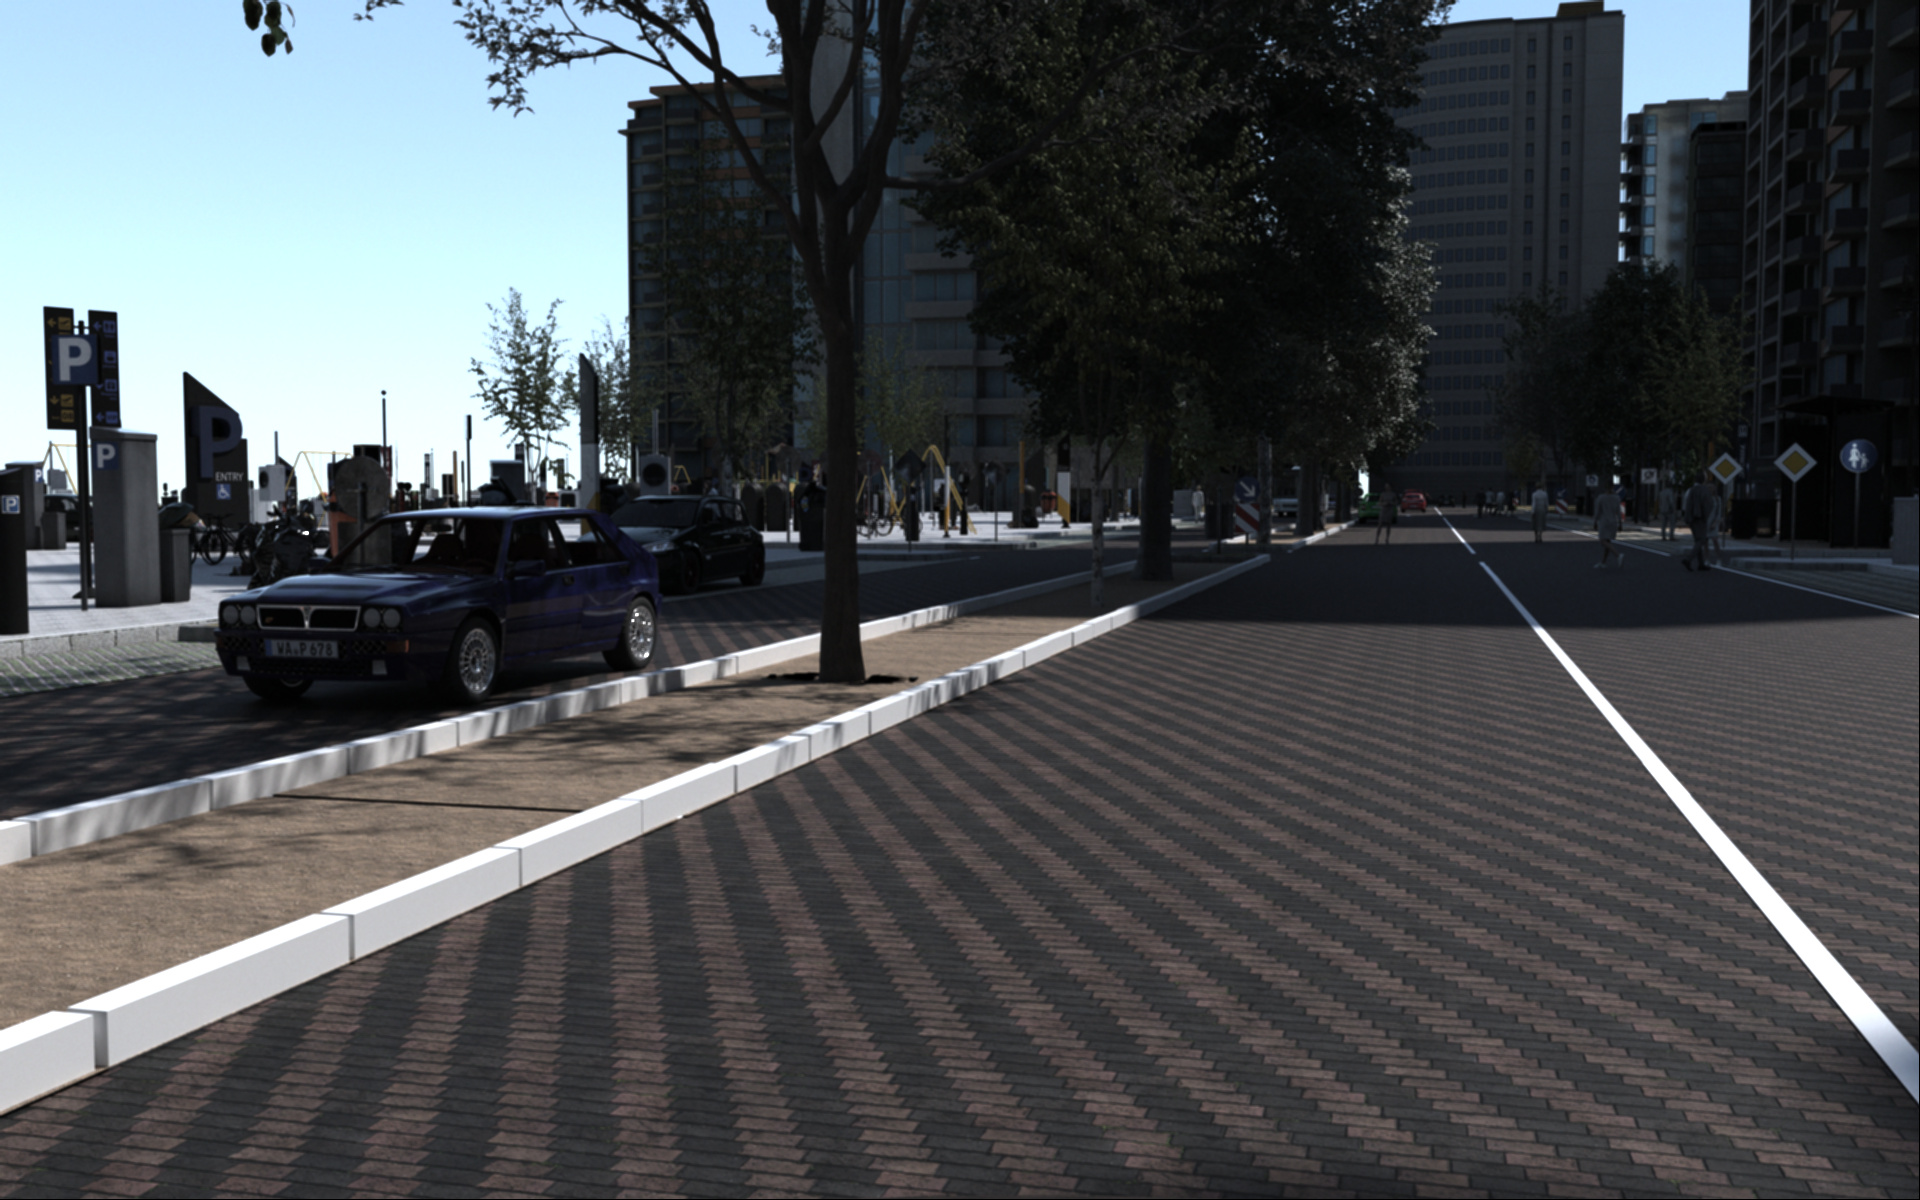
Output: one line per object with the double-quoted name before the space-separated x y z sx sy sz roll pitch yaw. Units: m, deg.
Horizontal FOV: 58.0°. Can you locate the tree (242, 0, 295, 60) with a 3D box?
"tree" -2.965 -3.170 4.648 4.360 8.622 3.978 0 3 0

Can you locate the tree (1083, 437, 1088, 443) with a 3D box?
"tree" 6.871 -10.037 114.462 4.360 8.622 3.978 0 3 0

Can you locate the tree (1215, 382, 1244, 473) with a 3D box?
"tree" 14.212 -11.396 104.454 7.486 12.596 7.792 0 3 0

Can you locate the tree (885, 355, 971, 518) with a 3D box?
"tree" -1.265 -8.598 90.934 4.360 8.622 3.978 0 3 0

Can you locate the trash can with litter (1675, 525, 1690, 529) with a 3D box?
"trash can with litter" 27.253 -3.256 64.298 2.233 1.210 1.678 -1 4 -16

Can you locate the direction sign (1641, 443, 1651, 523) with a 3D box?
"direction sign" 30.543 -5.200 77.013 0.379 3.537 0.876 0 4 6

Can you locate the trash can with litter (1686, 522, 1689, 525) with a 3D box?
"trash can with litter" 30.735 -3.714 72.118 1.055 1.170 0.624 2 4 26

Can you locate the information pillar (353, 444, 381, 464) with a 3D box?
"information pillar" -8.799 -1.301 25.762 0.304 2.012 0.304 3 5 45

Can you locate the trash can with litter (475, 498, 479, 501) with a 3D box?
"trash can with litter" -14.119 -2.483 51.989 0.624 1.170 1.055 -3 4 -38

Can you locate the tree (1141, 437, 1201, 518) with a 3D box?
"tree" 11.309 -6.712 93.449 4.285 4.588 4.351 0 3 0

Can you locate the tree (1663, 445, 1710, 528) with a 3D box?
"tree" 28.204 -4.405 66.629 1.663 3.219 1.824 0 3 0

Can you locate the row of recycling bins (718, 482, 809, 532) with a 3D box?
"row of recycling bins" -6.677 -3.224 59.818 3.534 1.692 1.069 1 4 11

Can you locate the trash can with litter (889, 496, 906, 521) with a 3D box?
"trash can with litter" -3.032 -4.287 81.486 1.055 1.170 0.624 -1 4 -12

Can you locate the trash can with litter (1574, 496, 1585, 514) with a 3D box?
"trash can with litter" 39.707 -6.096 111.057 0.624 1.170 1.055 1 4 20

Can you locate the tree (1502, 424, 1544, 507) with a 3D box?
"tree" 56.231 -13.610 172.879 4.737 8.622 4.395 0 3 0

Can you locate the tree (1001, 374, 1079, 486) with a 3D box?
"tree" 4.309 -9.434 104.609 4.360 8.622 3.978 0 3 0

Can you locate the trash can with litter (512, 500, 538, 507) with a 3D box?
"trash can with litter" -7.552 -1.178 30.640 0.624 1.170 1.055 1 4 17

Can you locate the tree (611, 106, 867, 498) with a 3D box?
"tree" -4.337 -5.117 34.024 4.737 8.622 4.395 0 3 0

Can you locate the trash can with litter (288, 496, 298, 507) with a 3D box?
"trash can with litter" -30.356 -4.170 79.239 2.233 1.210 1.678 2 4 31

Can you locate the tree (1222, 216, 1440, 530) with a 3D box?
"tree" 14.184 -9.149 69.050 9.611 12.733 9.660 0 3 0

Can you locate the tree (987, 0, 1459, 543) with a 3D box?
"tree" 7.502 -11.645 48.735 12.611 20.169 13.585 0 3 0

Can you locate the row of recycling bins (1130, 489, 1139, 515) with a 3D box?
"row of recycling bins" 11.402 -6.015 105.456 1.069 1.692 3.534 2 4 34

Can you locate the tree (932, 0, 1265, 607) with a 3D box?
"tree" 1.711 -4.190 21.334 4.737 8.622 4.395 0 3 0

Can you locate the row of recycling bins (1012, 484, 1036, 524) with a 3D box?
"row of recycling bins" 2.755 -4.146 74.894 1.069 1.692 3.534 0 4 1

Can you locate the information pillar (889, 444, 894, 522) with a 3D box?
"information pillar" -3.153 -5.446 80.399 0.183 3.616 0.504 -1 4 -16

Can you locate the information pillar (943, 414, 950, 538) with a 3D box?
"information pillar" -0.385 -3.662 51.222 0.183 3.616 0.504 0 4 8

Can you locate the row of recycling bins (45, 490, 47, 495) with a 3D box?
"row of recycling bins" -51.396 -5.298 93.732 3.534 1.692 1.069 -2 4 -27

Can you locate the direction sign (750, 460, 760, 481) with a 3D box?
"direction sign" -13.556 -7.496 114.564 0.379 3.537 0.876 3 5 43

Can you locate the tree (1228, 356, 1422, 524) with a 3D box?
"tree" 18.425 -9.507 83.656 9.928 11.665 9.643 0 3 0

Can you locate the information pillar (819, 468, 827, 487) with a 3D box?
"information pillar" -3.819 -2.730 49.121 0.304 2.012 0.304 -1 4 -9

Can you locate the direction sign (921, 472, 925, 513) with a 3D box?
"direction sign" -2.484 -7.575 115.855 0.379 3.537 0.876 0 4 -1

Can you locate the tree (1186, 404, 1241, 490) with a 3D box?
"tree" 16.772 -10.089 115.320 4.360 8.622 3.978 0 3 0

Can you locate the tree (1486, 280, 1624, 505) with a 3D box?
"tree" 51.882 -18.041 150.866 12.611 20.169 13.585 0 3 0

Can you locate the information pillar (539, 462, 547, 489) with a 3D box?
"information pillar" -27.504 -7.521 114.319 0.504 3.616 0.183 -3 5 -40

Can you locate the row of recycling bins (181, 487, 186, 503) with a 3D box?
"row of recycling bins" -44.470 -5.870 103.090 3.534 1.692 1.069 -1 4 -17

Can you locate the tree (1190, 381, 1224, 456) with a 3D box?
"tree" 20.061 -12.282 126.572 9.928 11.665 9.643 0 3 0

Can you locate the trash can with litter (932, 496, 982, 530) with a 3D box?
"trash can with litter" -0.224 -3.157 62.676 1.678 1.210 2.233 -1 4 -13

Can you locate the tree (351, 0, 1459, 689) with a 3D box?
"tree" -0.911 -6.107 12.676 12.009 13.543 11.850 0 3 0

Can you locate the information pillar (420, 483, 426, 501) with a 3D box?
"information pillar" -36.071 -6.845 116.409 0.304 2.012 0.304 1 4 17

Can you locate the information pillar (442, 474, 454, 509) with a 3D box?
"information pillar" -18.492 -3.553 62.576 0.304 2.012 0.304 2 4 32

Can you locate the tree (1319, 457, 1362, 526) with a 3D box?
"tree" 16.193 -7.575 76.665 4.737 8.622 4.395 0 3 0

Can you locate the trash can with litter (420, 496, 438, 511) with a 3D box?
"trash can with litter" -16.615 -2.564 52.984 2.233 1.210 1.678 0 4 -8

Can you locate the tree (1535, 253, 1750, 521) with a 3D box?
"tree" 32.622 -10.146 82.890 9.611 12.733 9.660 0 3 0

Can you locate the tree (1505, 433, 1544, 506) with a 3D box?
"tree" 58.872 -14.077 180.527 4.360 8.622 3.978 0 3 0

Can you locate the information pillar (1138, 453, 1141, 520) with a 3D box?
"information pillar" 9.043 -5.843 86.886 0.183 3.616 0.504 0 4 3

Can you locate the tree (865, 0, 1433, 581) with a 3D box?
"tree" 3.214 -7.297 28.412 9.857 13.997 8.962 0 3 0

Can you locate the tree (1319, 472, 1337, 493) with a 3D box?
"tree" 22.230 -9.051 100.797 4.360 8.622 3.978 0 3 0

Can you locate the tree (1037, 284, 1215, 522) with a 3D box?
"tree" 7.212 -9.934 80.544 7.486 12.596 7.792 0 3 0

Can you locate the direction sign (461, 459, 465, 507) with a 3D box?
"direction sign" -33.824 -7.699 117.879 0.379 3.537 0.876 0 4 -6

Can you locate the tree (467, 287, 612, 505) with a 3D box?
"tree" -15.132 -6.771 61.075 4.737 8.622 4.395 0 3 0

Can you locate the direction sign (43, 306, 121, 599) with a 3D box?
"direction sign" -10.749 -1.791 21.281 0.379 3.537 0.876 3 4 38

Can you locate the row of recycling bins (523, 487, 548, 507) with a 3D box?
"row of recycling bins" -24.747 -5.580 98.342 3.534 1.692 1.069 2 4 34

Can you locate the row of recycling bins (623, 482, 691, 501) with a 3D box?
"row of recycling bins" -10.409 -3.230 59.924 1.069 1.692 3.534 2 4 32

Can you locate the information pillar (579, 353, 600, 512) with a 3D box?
"information pillar" -6.135 -2.282 28.672 0.183 3.616 0.504 -3 5 -42

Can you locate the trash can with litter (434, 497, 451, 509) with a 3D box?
"trash can with litter" -17.388 -2.815 57.418 0.624 1.170 1.055 1 4 9

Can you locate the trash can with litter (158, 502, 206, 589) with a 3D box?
"trash can with litter" -10.546 -0.701 22.853 0.624 1.170 1.055 1 4 21

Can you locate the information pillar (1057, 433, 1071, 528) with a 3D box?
"information pillar" 3.925 -4.522 65.289 0.504 3.616 0.183 2 4 27

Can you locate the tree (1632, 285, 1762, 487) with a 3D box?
"tree" 25.800 -6.715 60.160 4.737 8.622 4.395 0 3 0
